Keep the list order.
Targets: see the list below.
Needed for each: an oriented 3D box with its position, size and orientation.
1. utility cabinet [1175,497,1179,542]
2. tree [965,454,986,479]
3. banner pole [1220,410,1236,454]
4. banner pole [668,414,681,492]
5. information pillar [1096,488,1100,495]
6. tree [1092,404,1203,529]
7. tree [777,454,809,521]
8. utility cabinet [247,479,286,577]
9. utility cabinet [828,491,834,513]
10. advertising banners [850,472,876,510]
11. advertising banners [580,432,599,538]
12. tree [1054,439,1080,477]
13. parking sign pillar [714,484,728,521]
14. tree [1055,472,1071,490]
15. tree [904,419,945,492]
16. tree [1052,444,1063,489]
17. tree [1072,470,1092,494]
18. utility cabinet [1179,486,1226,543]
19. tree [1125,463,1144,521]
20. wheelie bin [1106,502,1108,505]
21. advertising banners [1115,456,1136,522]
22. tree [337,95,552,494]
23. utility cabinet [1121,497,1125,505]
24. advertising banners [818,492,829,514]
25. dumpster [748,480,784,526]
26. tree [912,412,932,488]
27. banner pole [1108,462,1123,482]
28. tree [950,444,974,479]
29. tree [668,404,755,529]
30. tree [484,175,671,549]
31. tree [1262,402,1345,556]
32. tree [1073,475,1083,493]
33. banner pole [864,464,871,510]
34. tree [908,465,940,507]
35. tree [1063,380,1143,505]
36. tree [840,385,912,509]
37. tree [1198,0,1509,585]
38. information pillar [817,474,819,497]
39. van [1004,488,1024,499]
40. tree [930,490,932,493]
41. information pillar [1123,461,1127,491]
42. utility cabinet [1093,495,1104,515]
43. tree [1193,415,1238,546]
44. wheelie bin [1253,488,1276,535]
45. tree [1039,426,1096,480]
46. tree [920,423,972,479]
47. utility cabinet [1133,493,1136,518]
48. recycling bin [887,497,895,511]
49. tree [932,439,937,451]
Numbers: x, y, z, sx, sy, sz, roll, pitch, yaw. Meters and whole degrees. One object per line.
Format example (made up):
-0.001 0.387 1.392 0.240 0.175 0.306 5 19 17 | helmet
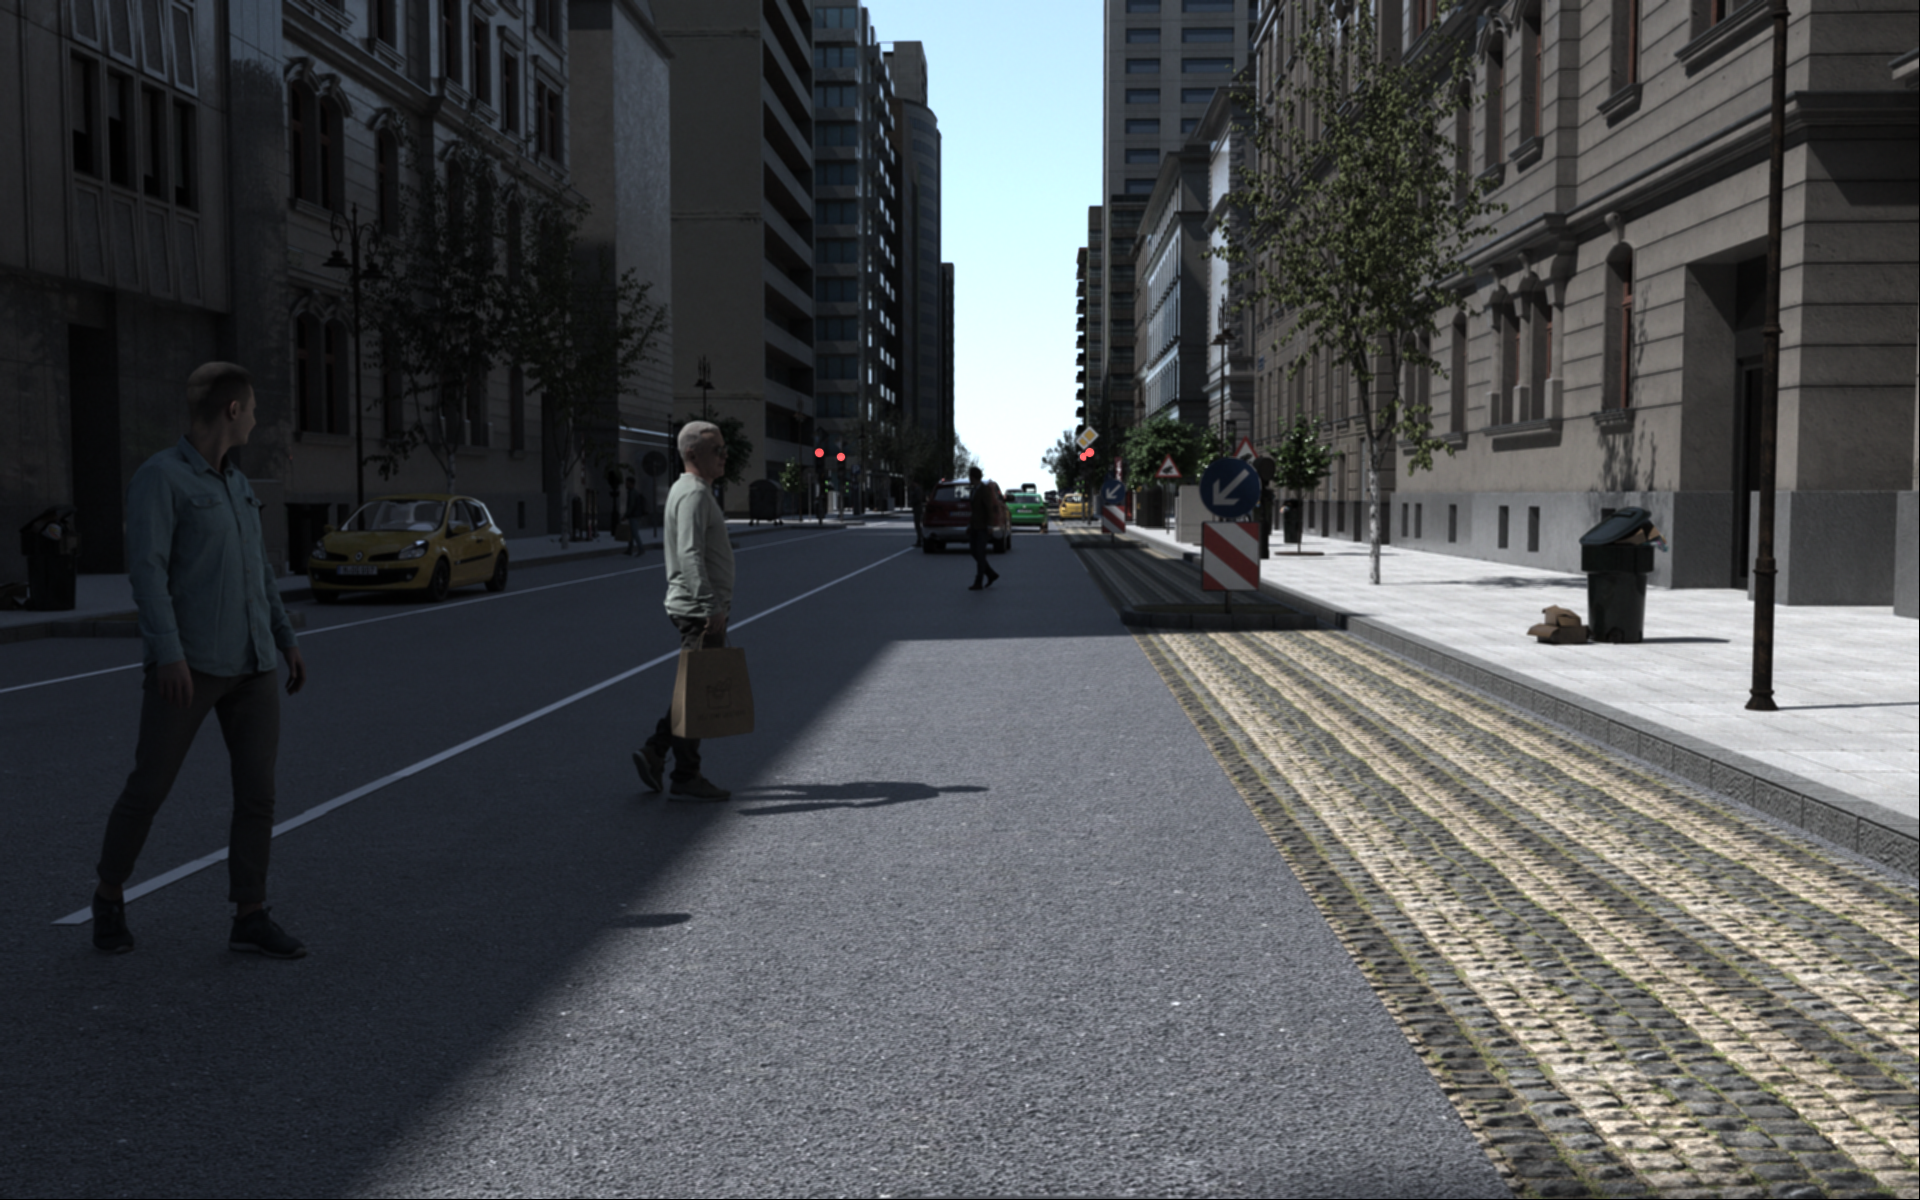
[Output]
5.946 -2.170 46.637 0.306 1.237 1.020 0 4 4 | utility cabinet
2.431 -22.000 310.066 4.737 8.622 4.395 0 3 0 | tree
7.943 -3.766 51.590 0.863 3.779 0.401 -3 5 -40 | banner pole
-8.918 -3.917 54.054 0.401 3.779 0.863 -3 5 -42 | banner pole
11.630 -8.642 145.795 0.304 2.012 0.304 1 4 13 | information pillar
7.411 -4.875 63.426 4.285 4.588 4.351 0 3 0 | tree
-7.876 -5.406 82.989 1.663 3.219 1.824 0 3 0 | tree
-10.720 -1.054 25.919 0.318 1.500 1.173 3 4 38 | utility cabinet
-8.662 -6.568 116.070 0.318 1.500 1.173 0 4 2 | utility cabinet
-7.837 -8.778 139.704 2.074 3.025 0.090 0 4 7 | advertising banners
-10.604 -3.262 49.518 0.090 3.025 2.074 0 4 1 | advertising banners
14.099 -16.496 220.077 4.737 8.622 4.395 0 3 0 | tree
-11.909 -5.808 83.436 1.447 3.967 1.447 2 4 26 | parking sign pillar
14.302 -13.831 209.843 4.285 4.588 4.351 0 3 0 | tree
-3.629 -13.388 169.257 4.737 8.622 4.395 0 3 0 | tree
12.640 -14.978 195.248 4.360 8.622 3.978 0 3 0 | tree
10.778 -8.916 129.485 4.285 4.588 4.351 0 3 0 | tree
6.318 -2.230 45.146 1.173 1.500 0.318 0 4 1 | utility cabinet
8.359 -5.364 82.300 1.663 3.219 1.824 0 3 0 | tree
11.395 -7.771 134.972 0.693 1.594 0.980 3 5 43 | wheelie bin
7.832 -5.123 79.941 0.090 3.025 2.074 -3 4 -37 | advertising banners
-9.634 -5.023 32.485 4.360 8.622 3.978 0 3 0 | tree
9.007 -5.110 94.714 0.306 1.237 1.020 0 4 -1 | utility cabinet
-9.455 -7.046 111.391 2.074 3.025 0.090 -1 4 -17 | advertising banners
-7.801 -3.903 69.565 1.264 1.857 1.865 0 4 2 | dumpster
-5.319 -11.233 134.018 4.360 8.622 3.978 0 3 0 | tree
11.009 -8.203 124.136 0.863 3.779 0.401 1 4 12 | banner pole
0.068 -18.675 255.692 4.360 8.622 3.978 0 3 0 | tree
-9.109 -4.851 63.024 4.285 4.588 4.351 0 3 0 | tree
-9.112 -5.491 40.148 4.737 8.622 4.395 0 3 0 | tree
7.128 -2.561 36.476 1.663 3.219 1.824 0 3 0 | tree
10.817 -9.583 151.282 1.663 3.219 1.824 0 3 0 | tree
-7.693 -9.362 143.085 0.863 3.779 0.401 2 4 29 | banner pole
-3.697 -11.785 176.401 4.285 4.588 4.351 0 3 0 | tree
9.358 -9.802 110.624 4.360 8.622 3.978 0 3 0 | tree
-6.357 -10.246 117.884 4.360 8.622 3.978 0 3 0 | tree
5.702 -4.514 24.170 4.737 8.622 4.395 0 3 0 | tree
-12.502 -9.821 151.925 0.183 3.616 0.504 2 4 34 | information pillar
3.897 -7.177 124.360 2.013 2.044 4.112 0 4 1 | van
-2.831 -12.231 194.573 1.663 3.219 1.824 0 3 0 | tree
11.606 -8.023 122.526 0.504 3.616 0.183 -3 4 -38 | information pillar
8.629 -5.841 106.663 0.306 1.237 1.020 0 4 -7 | utility cabinet
6.228 -2.948 42.793 1.663 3.219 1.824 0 3 0 | tree
9.510 -2.835 54.268 0.693 1.594 0.980 1 4 17 | wheelie bin
14.775 -18.495 236.806 8.767 10.594 7.601 1 4 15 | tree
-2.376 -17.915 227.315 8.767 10.594 7.601 1 4 9 | tree
9.207 -5.059 91.400 0.318 1.500 1.173 -1 4 -15 | utility cabinet
-5.350 -7.267 131.364 0.722 1.027 0.722 1 4 9 | recycling bin
-4.439 -12.132 148.727 4.360 8.622 3.978 0 3 0 | tree
